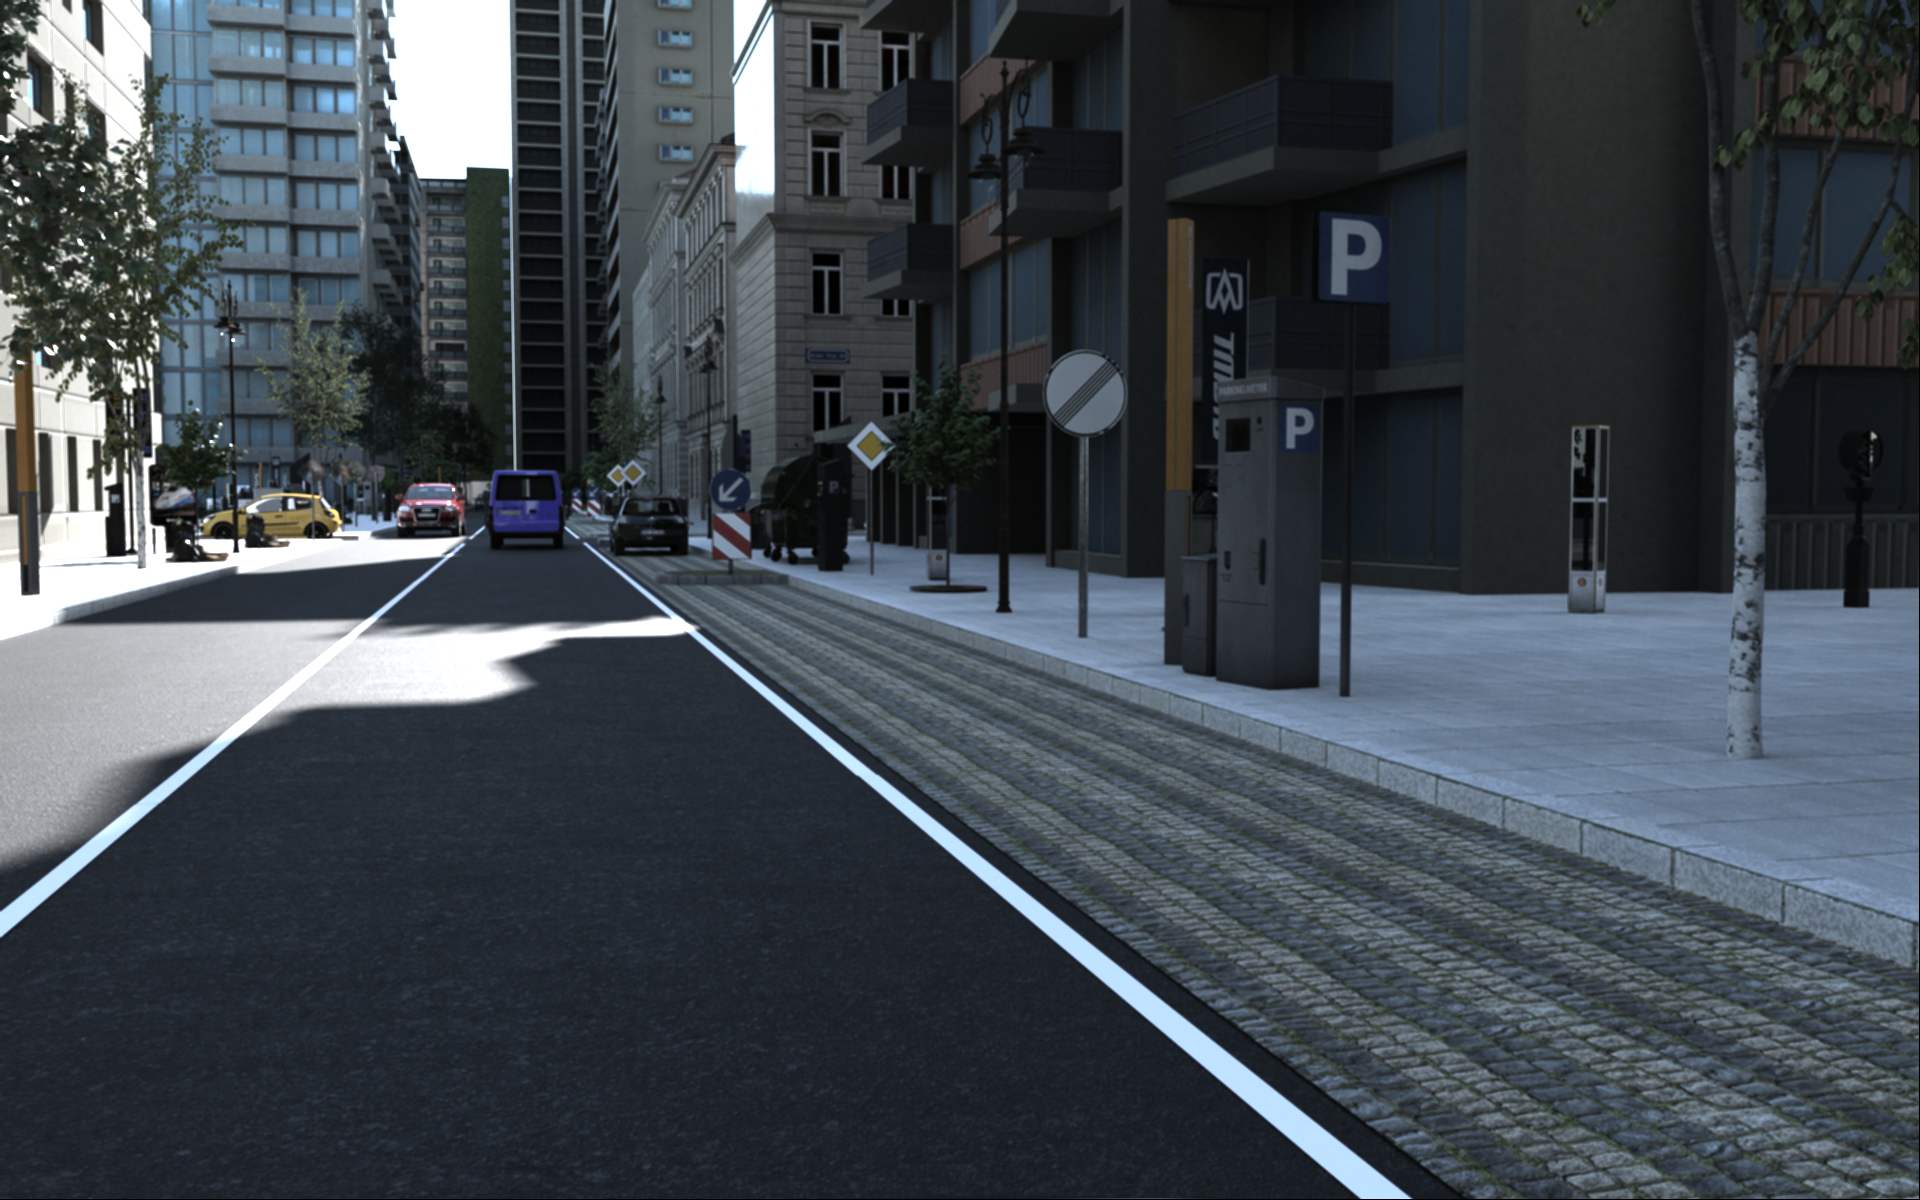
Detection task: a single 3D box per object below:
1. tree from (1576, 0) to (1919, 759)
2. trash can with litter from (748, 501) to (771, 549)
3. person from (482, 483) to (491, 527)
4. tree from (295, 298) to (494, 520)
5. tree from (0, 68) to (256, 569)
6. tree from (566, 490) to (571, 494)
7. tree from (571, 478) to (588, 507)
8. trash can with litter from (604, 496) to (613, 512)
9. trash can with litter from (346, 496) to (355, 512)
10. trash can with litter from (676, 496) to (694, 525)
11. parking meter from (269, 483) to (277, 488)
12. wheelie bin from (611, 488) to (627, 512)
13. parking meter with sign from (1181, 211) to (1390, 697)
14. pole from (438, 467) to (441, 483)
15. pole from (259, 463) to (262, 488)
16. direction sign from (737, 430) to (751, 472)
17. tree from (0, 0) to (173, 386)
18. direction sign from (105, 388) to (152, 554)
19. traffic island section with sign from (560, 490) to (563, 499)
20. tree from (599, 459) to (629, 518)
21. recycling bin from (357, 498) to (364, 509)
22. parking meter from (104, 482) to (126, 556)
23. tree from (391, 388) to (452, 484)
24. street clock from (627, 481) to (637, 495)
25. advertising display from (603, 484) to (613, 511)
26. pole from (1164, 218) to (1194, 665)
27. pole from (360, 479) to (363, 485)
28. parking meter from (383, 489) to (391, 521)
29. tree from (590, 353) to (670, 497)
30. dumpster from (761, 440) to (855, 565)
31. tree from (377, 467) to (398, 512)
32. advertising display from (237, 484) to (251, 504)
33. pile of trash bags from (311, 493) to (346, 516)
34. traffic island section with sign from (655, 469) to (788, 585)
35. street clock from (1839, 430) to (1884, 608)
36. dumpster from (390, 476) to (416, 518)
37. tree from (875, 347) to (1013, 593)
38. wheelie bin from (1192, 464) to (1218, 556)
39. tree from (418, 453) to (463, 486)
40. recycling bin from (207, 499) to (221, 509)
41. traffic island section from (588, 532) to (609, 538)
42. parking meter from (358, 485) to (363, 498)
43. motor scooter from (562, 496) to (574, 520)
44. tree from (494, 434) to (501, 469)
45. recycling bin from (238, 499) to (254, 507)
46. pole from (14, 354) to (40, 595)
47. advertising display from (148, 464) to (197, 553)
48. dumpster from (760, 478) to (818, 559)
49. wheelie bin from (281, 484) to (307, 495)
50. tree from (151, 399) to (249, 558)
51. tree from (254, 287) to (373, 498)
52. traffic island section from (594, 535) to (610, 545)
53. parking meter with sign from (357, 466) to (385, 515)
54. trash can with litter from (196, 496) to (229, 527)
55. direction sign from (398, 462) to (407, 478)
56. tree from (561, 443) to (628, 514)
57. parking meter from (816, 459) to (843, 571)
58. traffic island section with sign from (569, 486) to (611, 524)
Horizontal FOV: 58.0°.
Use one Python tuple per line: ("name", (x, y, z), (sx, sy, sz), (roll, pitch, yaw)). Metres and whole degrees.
("tree", (3.888, -3.524, 7.976), (4.737, 8.622, 4.395), (0, 3, 0))
("trash can with litter", (-4.883, -1.774, 40.400), (1.055, 1.170, 0.624), (1, 4, 15))
("person", (-20.264, -4.079, 74.558), (0.474, 1.900, 0.648), (0, 4, 5))
("tree", (-28.671, -9.125, 83.600), (8.767, 10.594, 7.601), (2, 4, 32))
("tree", (-14.270, -4.834, 29.401), (4.737, 8.622, 4.395), (0, 3, 0))
("tree", (-45.700, -12.786, 203.644), (1.663, 3.219, 1.824), (0, 3, 0))
("tree", (-38.570, -11.181, 177.417), (1.663, 3.219, 1.824), (0, 3, 0))
("trash can with litter", (-21.467, -5.825, 106.624), (0.624, 1.170, 1.055), (-3, 5, -43))
("trash can with litter", (-42.649, -6.746, 121.687), (1.055, 1.170, 0.624), (-1, 4, -22))
("trash can with litter", (-12.056, -3.765, 72.615), (2.233, 1.210, 1.678), (-2, 4, -31))
("parking meter", (-36.491, -5.279, 92.023), (0.399, 1.863, 0.255), (2, 4, 32))
("wheelie bin", (-18.094, -5.154, 92.170), (0.980, 1.594, 0.693), (2, 4, 24))
("parking meter with sign", (2.090, -0.941, 11.638), (0.543, 3.016, 1.738), (-2, 4, -25))
("pole", (-38.560, -8.230, 128.404), (0.158, 3.312, 0.155), (0, 3, 0))
("pole", (-45.144, -7.217, 111.841), (0.158, 3.312, 0.155), (0, 3, 0))
("direction sign", (-7.783, -4.225, 61.077), (0.876, 3.537, 0.379), (-2, 4, -30))
("tree", (-10.879, -5.836, 12.428), (9.611, 12.733, 9.660), (0, 3, 0))
("direction sign", (-17.744, -2.755, 37.036), (0.876, 3.537, 0.379), (-1, 4, -20))
("traffic island section with sign", (-24.171, -6.118, 108.652), (1.989, 1.847, 2.006), (-1, 4, -14))
("tree", (-20.815, -6.740, 104.804), (1.663, 3.219, 1.824), (0, 3, 0))
("recycling bin", (-37.740, -5.947, 109.791), (0.722, 1.027, 0.722), (1, 4, 17))
("parking meter", (-17.444, -1.673, 35.764), (0.372, 1.533, 0.369), (0, 3, 0))
("tree", (-34.438, -9.822, 110.957), (4.737, 8.622, 4.395), (0, 3, 0))
("street clock", (-15.658, -4.779, 82.706), (0.471, 2.002, 0.358), (-1, 4, -14))
("advertising display", (-21.896, -6.325, 108.624), (0.974, 1.923, 0.123), (1, 4, 13))
("pole", (1.643, -1.170, 12.971), (0.158, 3.312, 0.155), (0, 3, 0))
("pole", (-39.927, -7.441, 115.501), (0.158, 3.312, 0.155), (0, 3, 0))
("parking meter", (-27.088, -4.493, 81.869), (0.372, 1.533, 0.369), (0, 3, 0))
("tree", (-17.440, -8.553, 90.210), (4.737, 8.622, 4.395), (0, 3, 0))
("dumpster", (-2.822, -1.813, 32.138), (1.502, 2.255, 1.985), (-1, 4, -14))
("tree", (-41.269, -7.992, 125.273), (1.663, 3.219, 1.824), (0, 3, 0))
("advertising display", (-48.134, -6.794, 116.296), (0.974, 1.923, 0.123), (-3, 5, -39))
("pile of trash bags", (-35.250, -5.150, 93.950), (1.912, 1.369, 3.447), (3, 5, 39))
("traffic island section with sign", (-3.899, -1.186, 28.019), (1.989, 1.847, 2.006), (-1, 4, -14))
("street clock", (10.172, -0.919, 19.597), (0.471, 2.002, 0.358), (-2, 4, -27))
("dumpster", (-29.615, -5.510, 92.574), (1.502, 2.255, 1.985), (-1, 4, -14))
("tree", (-0.176, -1.737, 23.002), (1.663, 3.219, 1.824), (0, 3, 0))
("wheelie bin", (2.648, -0.640, 18.365), (0.693, 1.594, 0.980), (3, 5, 43))
("tree", (-44.409, -10.016, 147.478), (4.285, 4.588, 4.351), (0, 3, 0))
("recycling bin", (-41.629, -5.163, 96.967), (0.722, 1.027, 0.722), (2, 4, 27))
("traffic island section", (-11.282, -2.149, 57.413), (2.009, 0.180, 2.903), (-1, 4, -14))
("parking meter", (-39.286, -6.595, 113.541), (0.255, 1.863, 0.399), (0, 4, -5))
("motor scooter", (-21.560, -5.021, 94.878), (0.815, 1.314, 1.986), (-1, 4, -13))
("tree", (-31.643, -10.034, 98.472), (8.767, 10.594, 7.601), (3, 4, 39))
("recycling bin", (-34.844, -4.423, 84.869), (0.722, 1.027, 0.722), (1, 4, 9))
("pole", (-11.818, -1.717, 21.922), (0.158, 3.312, 0.155), (0, 3, 0))
("advertising display", (-17.235, -2.002, 37.953), (0.974, 1.923, 0.123), (-3, 5, -45))
("dumpster", (-3.217, -1.747, 34.323), (1.264, 1.857, 1.865), (-1, 4, -14))
("wheelie bin", (-20.943, -2.846, 54.438), (0.693, 1.594, 0.980), (1, 4, 20))
("tree", (-15.667, -2.491, 35.334), (1.663, 3.219, 1.824), (0, 3, 0))
("tree", (-22.648, -6.779, 61.201), (4.360, 8.622, 3.978), (0, 3, 0))
("traffic island section", (-9.334, -1.675, 49.668), (2.009, 0.180, 2.903), (-1, 4, -14))
("parking meter with sign", (-36.721, -6.820, 107.767), (1.738, 3.016, 0.543), (0, 4, 5))
("trash can with litter", (-29.885, -3.452, 67.495), (1.678, 1.210, 2.233), (2, 4, 30))
("direction sign", (-39.933, -8.079, 124.087), (0.876, 3.537, 0.379), (2, 4, 34))
("tree", (-23.082, -7.896, 112.808), (4.285, 4.588, 4.351), (0, 3, 0))
("parking meter", (-2.175, -1.416, 28.858), (0.399, 1.863, 0.255), (-2, 4, -33))
("traffic island section with sign", (-17.590, -4.519, 82.509), (1.989, 1.847, 2.006), (-1, 4, -14))
